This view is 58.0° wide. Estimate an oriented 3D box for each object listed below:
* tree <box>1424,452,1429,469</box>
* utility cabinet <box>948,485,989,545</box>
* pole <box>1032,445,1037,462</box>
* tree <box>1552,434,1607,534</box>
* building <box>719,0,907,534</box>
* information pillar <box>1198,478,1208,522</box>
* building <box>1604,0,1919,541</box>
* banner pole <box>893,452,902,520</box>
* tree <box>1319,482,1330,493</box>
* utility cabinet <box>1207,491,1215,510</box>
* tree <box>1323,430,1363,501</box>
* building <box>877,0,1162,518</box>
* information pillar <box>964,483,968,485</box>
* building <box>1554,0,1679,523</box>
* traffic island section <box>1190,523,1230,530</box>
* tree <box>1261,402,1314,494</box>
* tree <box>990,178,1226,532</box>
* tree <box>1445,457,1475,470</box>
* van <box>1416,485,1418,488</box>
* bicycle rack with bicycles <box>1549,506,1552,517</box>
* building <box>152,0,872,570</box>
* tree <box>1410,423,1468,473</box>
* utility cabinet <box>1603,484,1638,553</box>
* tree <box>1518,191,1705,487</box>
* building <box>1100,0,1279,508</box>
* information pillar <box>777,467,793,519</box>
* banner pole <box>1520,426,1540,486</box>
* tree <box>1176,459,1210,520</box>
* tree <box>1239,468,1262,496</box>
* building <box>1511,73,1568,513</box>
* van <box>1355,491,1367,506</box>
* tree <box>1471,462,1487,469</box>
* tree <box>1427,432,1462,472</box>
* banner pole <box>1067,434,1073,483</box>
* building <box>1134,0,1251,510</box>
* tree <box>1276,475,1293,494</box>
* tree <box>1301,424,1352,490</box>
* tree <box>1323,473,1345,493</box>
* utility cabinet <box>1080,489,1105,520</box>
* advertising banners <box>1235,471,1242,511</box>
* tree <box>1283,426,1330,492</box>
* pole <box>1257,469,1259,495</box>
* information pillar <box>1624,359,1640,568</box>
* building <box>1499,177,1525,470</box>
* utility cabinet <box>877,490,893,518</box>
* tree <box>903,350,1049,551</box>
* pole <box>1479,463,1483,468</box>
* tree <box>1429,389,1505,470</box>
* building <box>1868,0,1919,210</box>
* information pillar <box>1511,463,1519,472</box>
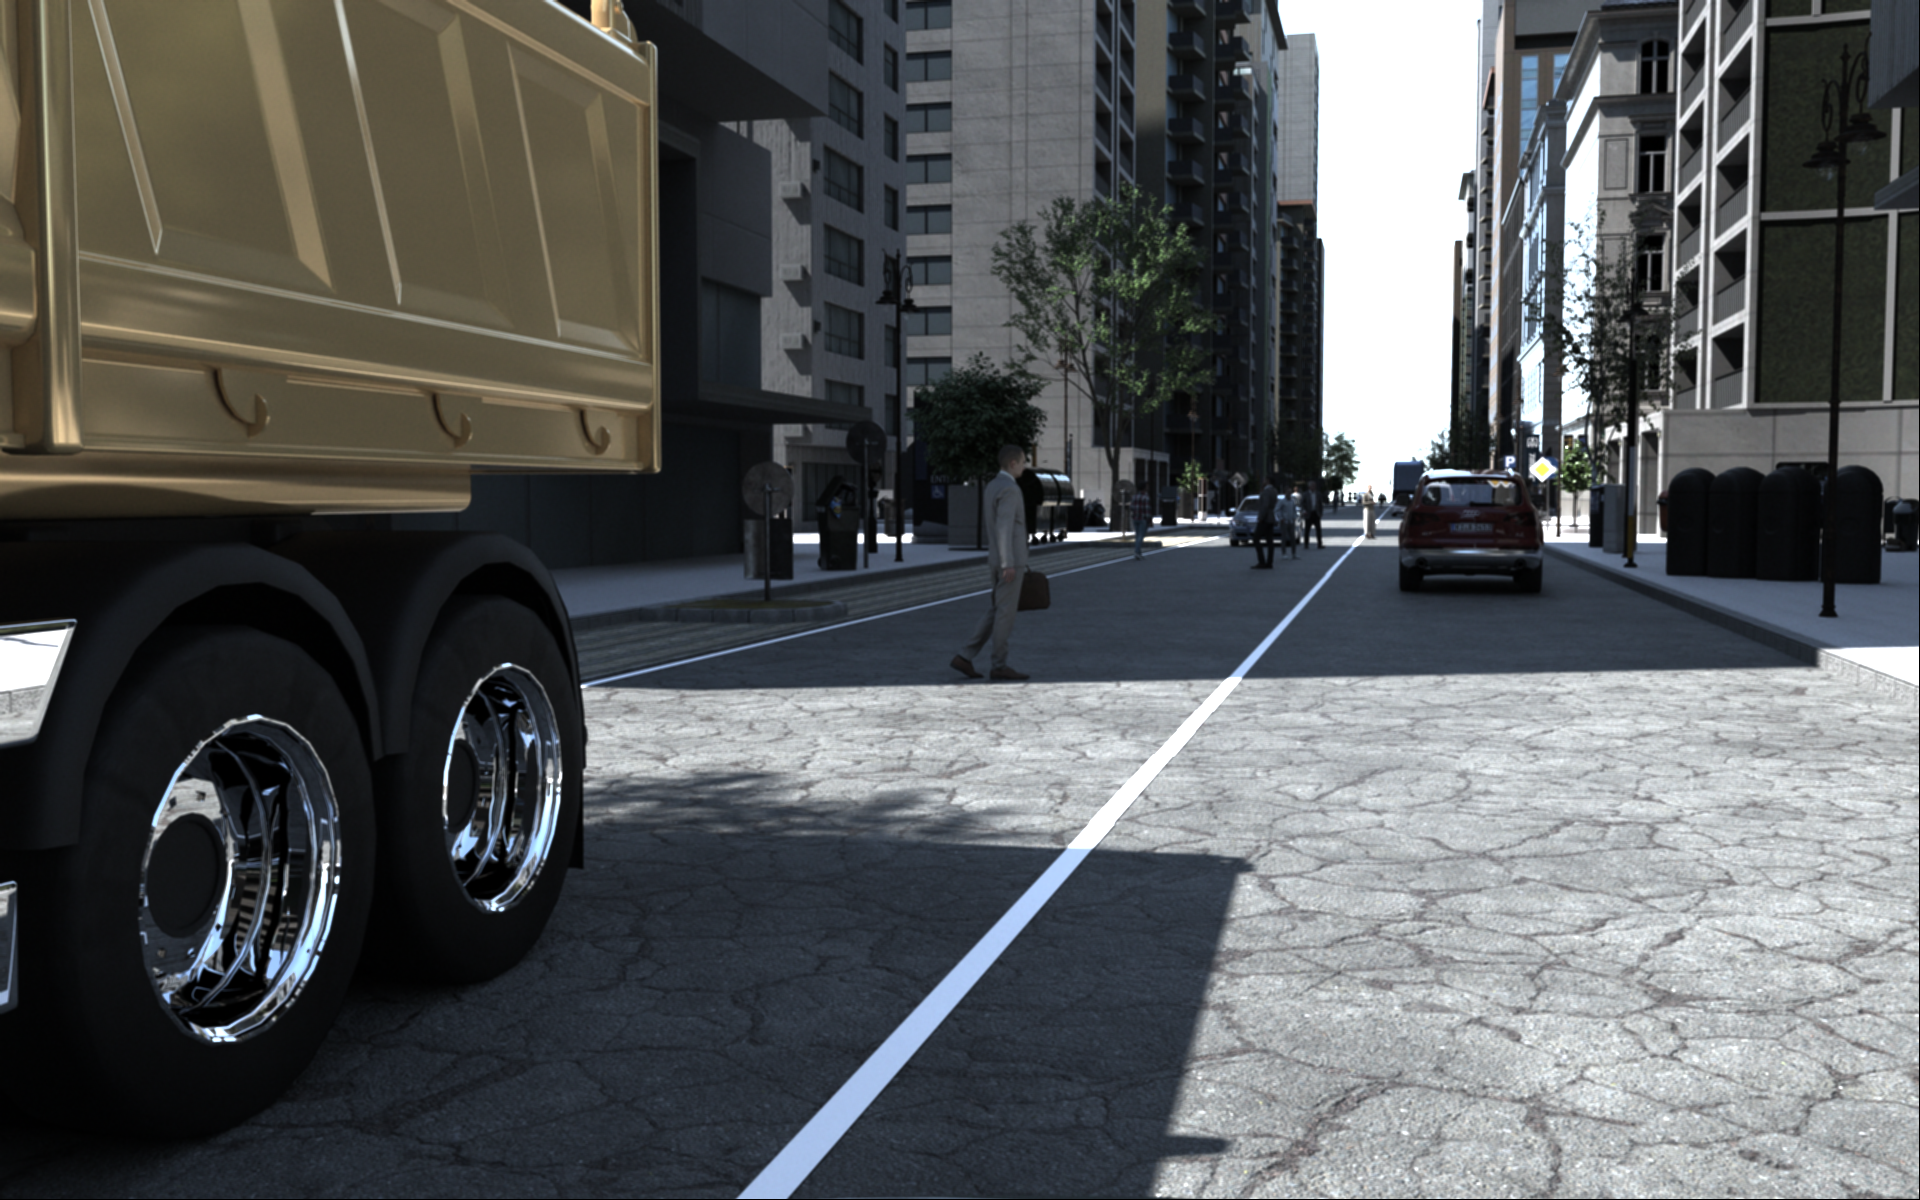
[{"bbox_3d":[59.228,-16.041,212.637,4.737,8.622,4.395,0,3,0],"label":"tree"},{"bbox_3d":[0.306,-2.087,42.794,1.173,1.500,0.318,0,4,7],"label":"utility cabinet"},{"bbox_3d":[3.009,-4.672,70.236,0.158,3.312,0.155,0,3,0],"label":"pole"},{"bbox_3d":[19.971,-3.776,56.346,1.663,3.219,1.824,0,3,0],"label":"tree"},{"bbox_3d":[-9.697,-17.801,62.746,14.107,30.474,14.160,1,4,14],"label":"building"},{"bbox_3d":[11.275,-4.645,80.435,0.304,2.012,0.304,-2,4,-29],"label":"information pillar"},{"bbox_3d":[31.327,-37.414,49.965,20.563,71.187,20.611,1,4,14],"label":"building"},{"bbox_3d":[-3.110,-5.937,87.094,0.863,3.779,0.401,-1,4,-19],"label":"banner pole"},{"bbox_3d":[52.151,-15.399,246.371,1.663,3.219,1.824,0,3,0],"label":"tree"},{"bbox_3d":[17.097,-6.683,117.946,1.173,1.500,0.318,-1,4,-9],"label":"utility cabinet"},{"bbox_3d":[67.380,-23.684,305.362,7.486,12.596,7.792,0,3,0],"label":"tree"},{"bbox_3d":[1.745,-40.573,101.628,20.563,71.187,20.611,1,4,14],"label":"building"},{"bbox_3d":[0.206,-6.171,92.247,0.183,3.616,0.504,3,5,43],"label":"information pillar"},{"bbox_3d":[51.025,-18.529,79.359,44.131,29.872,17.030,1,4,14],"label":"building"},{"bbox_3d":[10.551,-2.969,70.818,2.009,0.180,2.903,1,4,14],"label":"traffic island section"},{"bbox_3d":[25.751,-11.463,137.789,4.360,8.622,3.978,0,3,0],"label":"tree"},{"bbox_3d":[5.138,-8.129,58.671,9.928,11.665,9.643,0,3,0],"label":"tree"},{"bbox_3d":[44.136,-10.326,152.535,4.285,4.588,4.351,0,3,0],"label":"tree"},{"bbox_3d":[18.234,-3.653,66.741,2.013,2.044,4.112,1,4,14],"label":"van"},{"bbox_3d":[31.234,-5.038,95.748,2.925,0.926,2.852,-1,4,-11],"label":"bicycle rack with bicycles"},{"bbox_3d":[-18.181,-26.691,25.640,28.713,52.752,27.495,1,4,14],"label":"building"},{"bbox_3d":[63.286,-17.996,228.643,8.767,10.594,7.601,1,4,15],"label":"tree"},{"bbox_3d":[14.442,-1.783,37.831,0.318,1.500,1.173,3,5,42],"label":"utility cabinet"},{"bbox_3d":[16.058,-5.668,43.030,4.360,8.622,3.978,0,3,0],"label":"tree"},{"bbox_3d":[28.913,-46.850,204.249,20.563,71.187,20.611,1,4,14],"label":"building"},{"bbox_3d":[-4.689,-2.566,46.439,0.304,2.012,0.304,2,4,34],"label":"information pillar"},{"bbox_3d":[20.801,-4.494,63.491,0.863,3.779,0.401,1,4,23],"label":"banner pole"},{"bbox_3d":[11.652,-5.668,87.273,1.663,3.219,1.824,0,3,0],"label":"tree"},{"bbox_3d":[19.407,-7.481,116.912,1.663,3.219,1.824,0,3,0],"label":"tree"},{"bbox_3d":[43.528,-19.947,112.034,13.634,28.700,20.117,1,4,14],"label":"building"},{"bbox_3d":[49.215,-12.499,211.365,2.013,2.044,4.112,1,4,13],"label":"van"},{"bbox_3d":[31.286,-6.749,104.954,1.663,3.219,1.824,0,3,0],"label":"tree"},{"bbox_3d":[56.991,-15.407,202.270,4.360,8.622,3.978,0,3,0],"label":"tree"},{"bbox_3d":[4.563,-5.028,72.217,0.401,3.779,0.863,-1,4,-11],"label":"banner pole"},{"bbox_3d":[10.664,-29.356,134.587,22.147,44.769,28.867,1,4,14],"label":"building"},{"bbox_3d":[29.939,-10.130,160.228,1.663,3.219,1.824,0,3,0],"label":"tree"},{"bbox_3d":[47.847,-17.851,226.271,7.601,10.594,8.767,2,4,32],"label":"tree"},{"bbox_3d":[55.979,-16.870,259.529,4.285,4.588,4.351,0,3,0],"label":"tree"},{"bbox_3d":[6.410,-4.595,83.808,1.173,1.500,0.318,-2,4,-24],"label":"utility cabinet"},{"bbox_3d":[21.142,-8.258,131.200,0.090,3.025,2.074,1,4,23],"label":"advertising banners"},{"bbox_3d":[39.225,-14.849,193.138,4.737,8.622,4.395,0,3,0],"label":"tree"},{"bbox_3d":[24.413,-9.057,141.926,0.158,3.312,0.155,0,3,0],"label":"pole"},{"bbox_3d":[11.817,-2.387,30.385,0.183,3.616,0.504,2,4,28],"label":"information pillar"},{"bbox_3d":[49.824,-20.821,133.929,14.314,27.812,24.014,1,4,14],"label":"building"},{"bbox_3d":[-4.047,-5.029,90.902,1.173,1.500,0.318,-2,4,-25],"label":"utility cabinet"},{"bbox_3d":[0.365,-3.423,39.678,4.285,4.588,4.351,0,3,0],"label":"tree"},{"bbox_3d":[33.832,-7.259,112.533,0.158,3.312,0.155,0,3,0],"label":"pole"},{"bbox_3d":[35.609,-10.406,120.494,4.737,8.622,4.395,0,3,0],"label":"tree"},{"bbox_3d":[27.181,-26.120,16.295,28.713,52.752,27.495,1,4,14],"label":"building"},{"bbox_3d":[34.523,-7.131,107.942,0.504,3.616,0.183,1,4,9],"label":"information pillar"}]
